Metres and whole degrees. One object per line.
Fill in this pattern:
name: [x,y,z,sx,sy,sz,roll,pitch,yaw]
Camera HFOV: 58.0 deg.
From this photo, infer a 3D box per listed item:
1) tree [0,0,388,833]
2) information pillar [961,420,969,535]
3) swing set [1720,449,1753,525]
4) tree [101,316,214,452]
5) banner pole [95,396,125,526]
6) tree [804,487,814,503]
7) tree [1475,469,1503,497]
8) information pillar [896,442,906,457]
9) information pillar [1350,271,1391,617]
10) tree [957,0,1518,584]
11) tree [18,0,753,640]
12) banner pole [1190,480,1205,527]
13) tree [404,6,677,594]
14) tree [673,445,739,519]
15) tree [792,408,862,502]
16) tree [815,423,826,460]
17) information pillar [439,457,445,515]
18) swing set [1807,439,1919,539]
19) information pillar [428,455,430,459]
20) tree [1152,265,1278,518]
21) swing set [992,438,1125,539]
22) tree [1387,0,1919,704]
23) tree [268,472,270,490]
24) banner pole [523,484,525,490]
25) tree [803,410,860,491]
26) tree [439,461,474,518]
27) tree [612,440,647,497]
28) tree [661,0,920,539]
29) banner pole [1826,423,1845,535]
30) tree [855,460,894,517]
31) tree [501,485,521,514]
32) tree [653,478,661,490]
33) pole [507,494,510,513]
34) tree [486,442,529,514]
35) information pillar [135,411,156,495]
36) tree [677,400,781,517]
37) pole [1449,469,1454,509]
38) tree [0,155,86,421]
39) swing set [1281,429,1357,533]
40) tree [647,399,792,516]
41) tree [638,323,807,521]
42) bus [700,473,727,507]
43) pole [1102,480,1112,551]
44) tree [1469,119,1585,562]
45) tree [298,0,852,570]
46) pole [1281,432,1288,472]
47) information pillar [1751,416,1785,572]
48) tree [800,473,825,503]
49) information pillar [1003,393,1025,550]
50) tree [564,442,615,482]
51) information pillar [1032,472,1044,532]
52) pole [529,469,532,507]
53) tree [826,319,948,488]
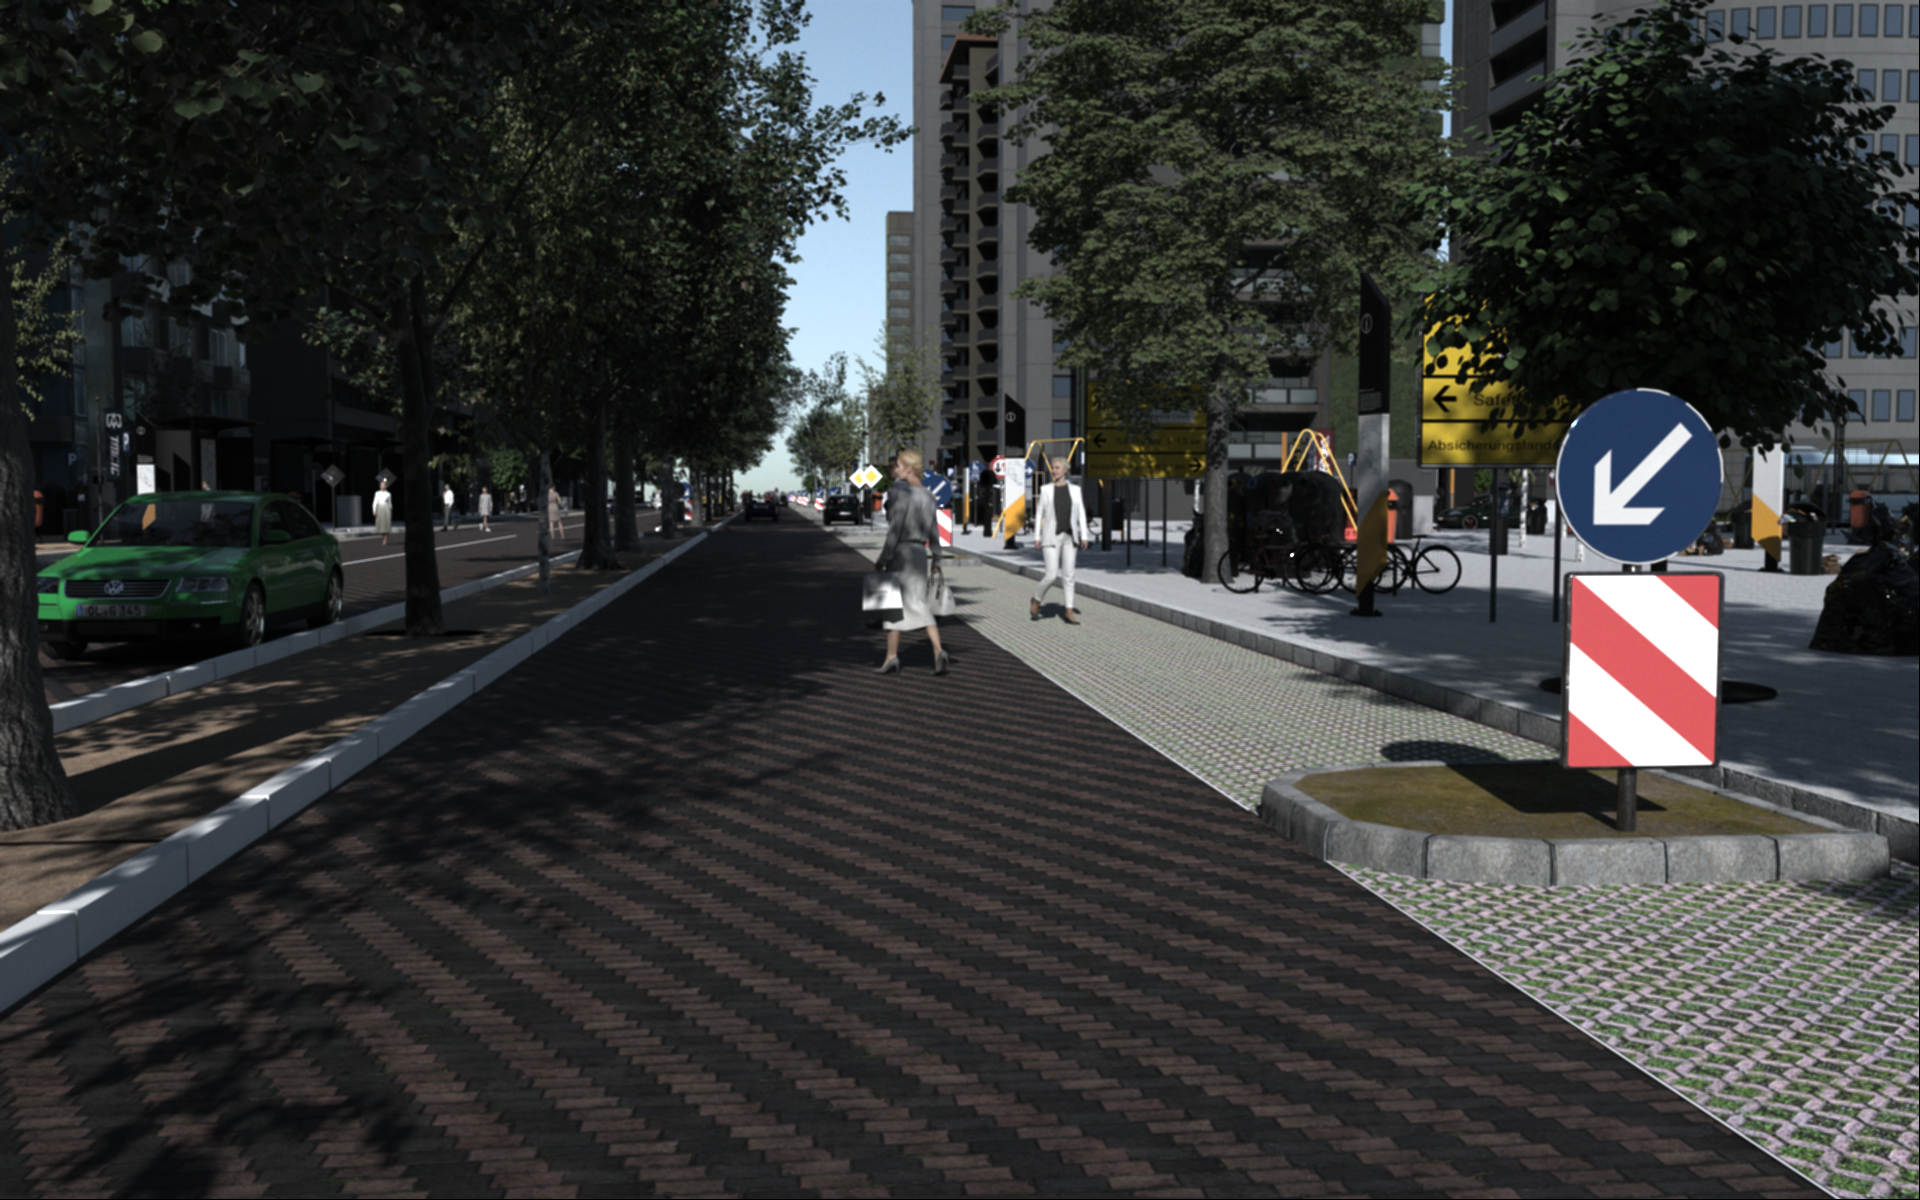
tree: [-4.202,-5.987,6.997,9.857,13.997,8.962,0,3,0]
information pillar: [0.183,-3.876,54.725,0.183,3.616,0.504,-1,4,-13]
swing set: [27.309,-3.861,60.750,2.862,2.851,3.119,0,4,-8]
tree: [-31.995,-7.309,69.866,4.360,8.622,3.978,0,3,0]
banner pole: [-21.921,-3.339,44.617,0.401,3.779,0.863,3,5,42]
tree: [-21.956,-15.899,254.545,1.663,3.219,1.824,0,3,0]
tree: [24.833,-5.400,82.890,1.663,3.219,1.824,0,3,0]
information pillar: [-2.621,-5.289,77.824,0.504,3.616,0.183,2,4,26]
information pillar: [4.305,-1.634,18.070,0.183,3.616,0.504,-1,4,-18]
tree: [3.815,-6.483,24.117,7.486,12.596,7.792,0,3,0]
tree: [-5.527,-5.445,17.242,9.928,11.665,9.643,0,3,0]
banner pole: [9.433,-4.785,68.246,0.401,3.779,0.863,-3,4,-37]
tree: [-6.011,-4.399,24.744,4.737,8.622,4.395,0,3,0]
tree: [-14.224,-8.929,98.804,4.360,8.622,3.978,0,3,0]
tree: [-14.448,-15.426,186.626,8.767,10.594,7.601,-2,4,-34]
tree: [-7.965,-10.550,122.860,4.737,8.622,4.395,0,3,0]
information pillar: [-31.273,-6.919,104.484,0.504,3.616,0.183,3,5,41]
swing set: [26.504,-3.264,50.984,2.862,2.851,3.119,0,4,-6]
information pillar: [-29.814,-6.473,97.193,0.183,3.616,0.504,-2,4,-26]
tree: [7.594,-6.356,54.286,4.360,8.622,3.978,0,3,0]
swing set: [2.743,-3.184,49.674,2.862,2.851,3.119,-2,4,-23]
tree: [4.579,-1.674,11.079,4.285,4.588,4.351,0,3,0]
tree: [-31.817,-5.344,81.970,1.663,3.219,1.824,0,3,0]
banner pole: [-34.769,-8.983,136.892,0.863,3.779,0.401,1,4,17]
tree: [-11.339,-12.670,157.508,4.360,8.622,3.978,0,3,0]
tree: [-26.482,-5.926,91.486,1.663,3.219,1.824,0,3,0]
tree: [-39.044,-15.987,195.804,8.767,10.594,7.601,0,4,6]
tree: [-7.892,-11.920,53.240,12.611,20.169,13.585,0,3,0]
banner pole: [27.641,-3.945,54.524,0.401,3.779,0.863,0,4,5]
tree: [-4.542,-6.310,97.768,1.663,3.219,1.824,0,3,0]
tree: [-29.487,-7.295,113.873,1.663,3.219,1.824,0,3,0]
tree: [-45.804,-17.318,266.860,4.285,4.588,4.351,0,3,0]
pole: [-30.120,-7.439,115.469,0.158,3.312,0.155,0,3,0]
tree: [-28.787,-7.711,109.793,4.285,4.588,4.351,0,3,0]
information pillar: [-22.879,-3.505,48.669,0.504,3.616,0.183,0,4,-2]
tree: [-14.846,-11.342,106.021,7.486,12.596,7.792,0,3,0]
pole: [20.646,-4.824,72.717,0.158,3.312,0.155,0,3,0]
tree: [-20.941,-5.277,36.650,4.737,8.622,4.395,0,3,0]
swing set: [8.702,-2.770,42.909,2.862,2.851,3.119,1,4,17]
tree: [-15.736,-10.841,114.126,8.767,10.594,7.601,0,4,-6]
tree: [-13.179,-10.854,90.289,12.009,13.543,11.850,0,3,0]
bus: [-27.012,-12.125,189.797,2.896,3.916,12.252,0,4,-8]
pole: [3.308,-2.762,39.000,0.158,3.312,0.155,0,3,0]
tree: [11.540,-5.030,32.595,4.737,8.622,4.395,0,3,0]
tree: [-6.850,-6.903,32.328,9.611,12.733,9.660,0,3,0]
pole: [10.719,-3.879,57.266,0.158,3.312,0.155,0,3,0]
information pillar: [13.327,-2.273,28.518,0.183,3.616,0.504,-3,4,-38]
tree: [-20.600,-15.734,240.960,4.285,4.588,4.351,0,3,0]
information pillar: [1.258,-2.979,40.053,0.504,3.616,0.183,0,4,6]
tree: [-36.624,-15.409,170.058,7.486,12.596,7.792,0,3,0]
information pillar: [2.606,-3.274,58.017,0.304,2.012,0.304,-2,4,-30]
pole: [-34.479,-8.879,139.008,0.158,3.312,0.155,0,3,0]
tree: [-2.305,-7.433,71.891,4.737,8.622,4.395,0,3,0]
